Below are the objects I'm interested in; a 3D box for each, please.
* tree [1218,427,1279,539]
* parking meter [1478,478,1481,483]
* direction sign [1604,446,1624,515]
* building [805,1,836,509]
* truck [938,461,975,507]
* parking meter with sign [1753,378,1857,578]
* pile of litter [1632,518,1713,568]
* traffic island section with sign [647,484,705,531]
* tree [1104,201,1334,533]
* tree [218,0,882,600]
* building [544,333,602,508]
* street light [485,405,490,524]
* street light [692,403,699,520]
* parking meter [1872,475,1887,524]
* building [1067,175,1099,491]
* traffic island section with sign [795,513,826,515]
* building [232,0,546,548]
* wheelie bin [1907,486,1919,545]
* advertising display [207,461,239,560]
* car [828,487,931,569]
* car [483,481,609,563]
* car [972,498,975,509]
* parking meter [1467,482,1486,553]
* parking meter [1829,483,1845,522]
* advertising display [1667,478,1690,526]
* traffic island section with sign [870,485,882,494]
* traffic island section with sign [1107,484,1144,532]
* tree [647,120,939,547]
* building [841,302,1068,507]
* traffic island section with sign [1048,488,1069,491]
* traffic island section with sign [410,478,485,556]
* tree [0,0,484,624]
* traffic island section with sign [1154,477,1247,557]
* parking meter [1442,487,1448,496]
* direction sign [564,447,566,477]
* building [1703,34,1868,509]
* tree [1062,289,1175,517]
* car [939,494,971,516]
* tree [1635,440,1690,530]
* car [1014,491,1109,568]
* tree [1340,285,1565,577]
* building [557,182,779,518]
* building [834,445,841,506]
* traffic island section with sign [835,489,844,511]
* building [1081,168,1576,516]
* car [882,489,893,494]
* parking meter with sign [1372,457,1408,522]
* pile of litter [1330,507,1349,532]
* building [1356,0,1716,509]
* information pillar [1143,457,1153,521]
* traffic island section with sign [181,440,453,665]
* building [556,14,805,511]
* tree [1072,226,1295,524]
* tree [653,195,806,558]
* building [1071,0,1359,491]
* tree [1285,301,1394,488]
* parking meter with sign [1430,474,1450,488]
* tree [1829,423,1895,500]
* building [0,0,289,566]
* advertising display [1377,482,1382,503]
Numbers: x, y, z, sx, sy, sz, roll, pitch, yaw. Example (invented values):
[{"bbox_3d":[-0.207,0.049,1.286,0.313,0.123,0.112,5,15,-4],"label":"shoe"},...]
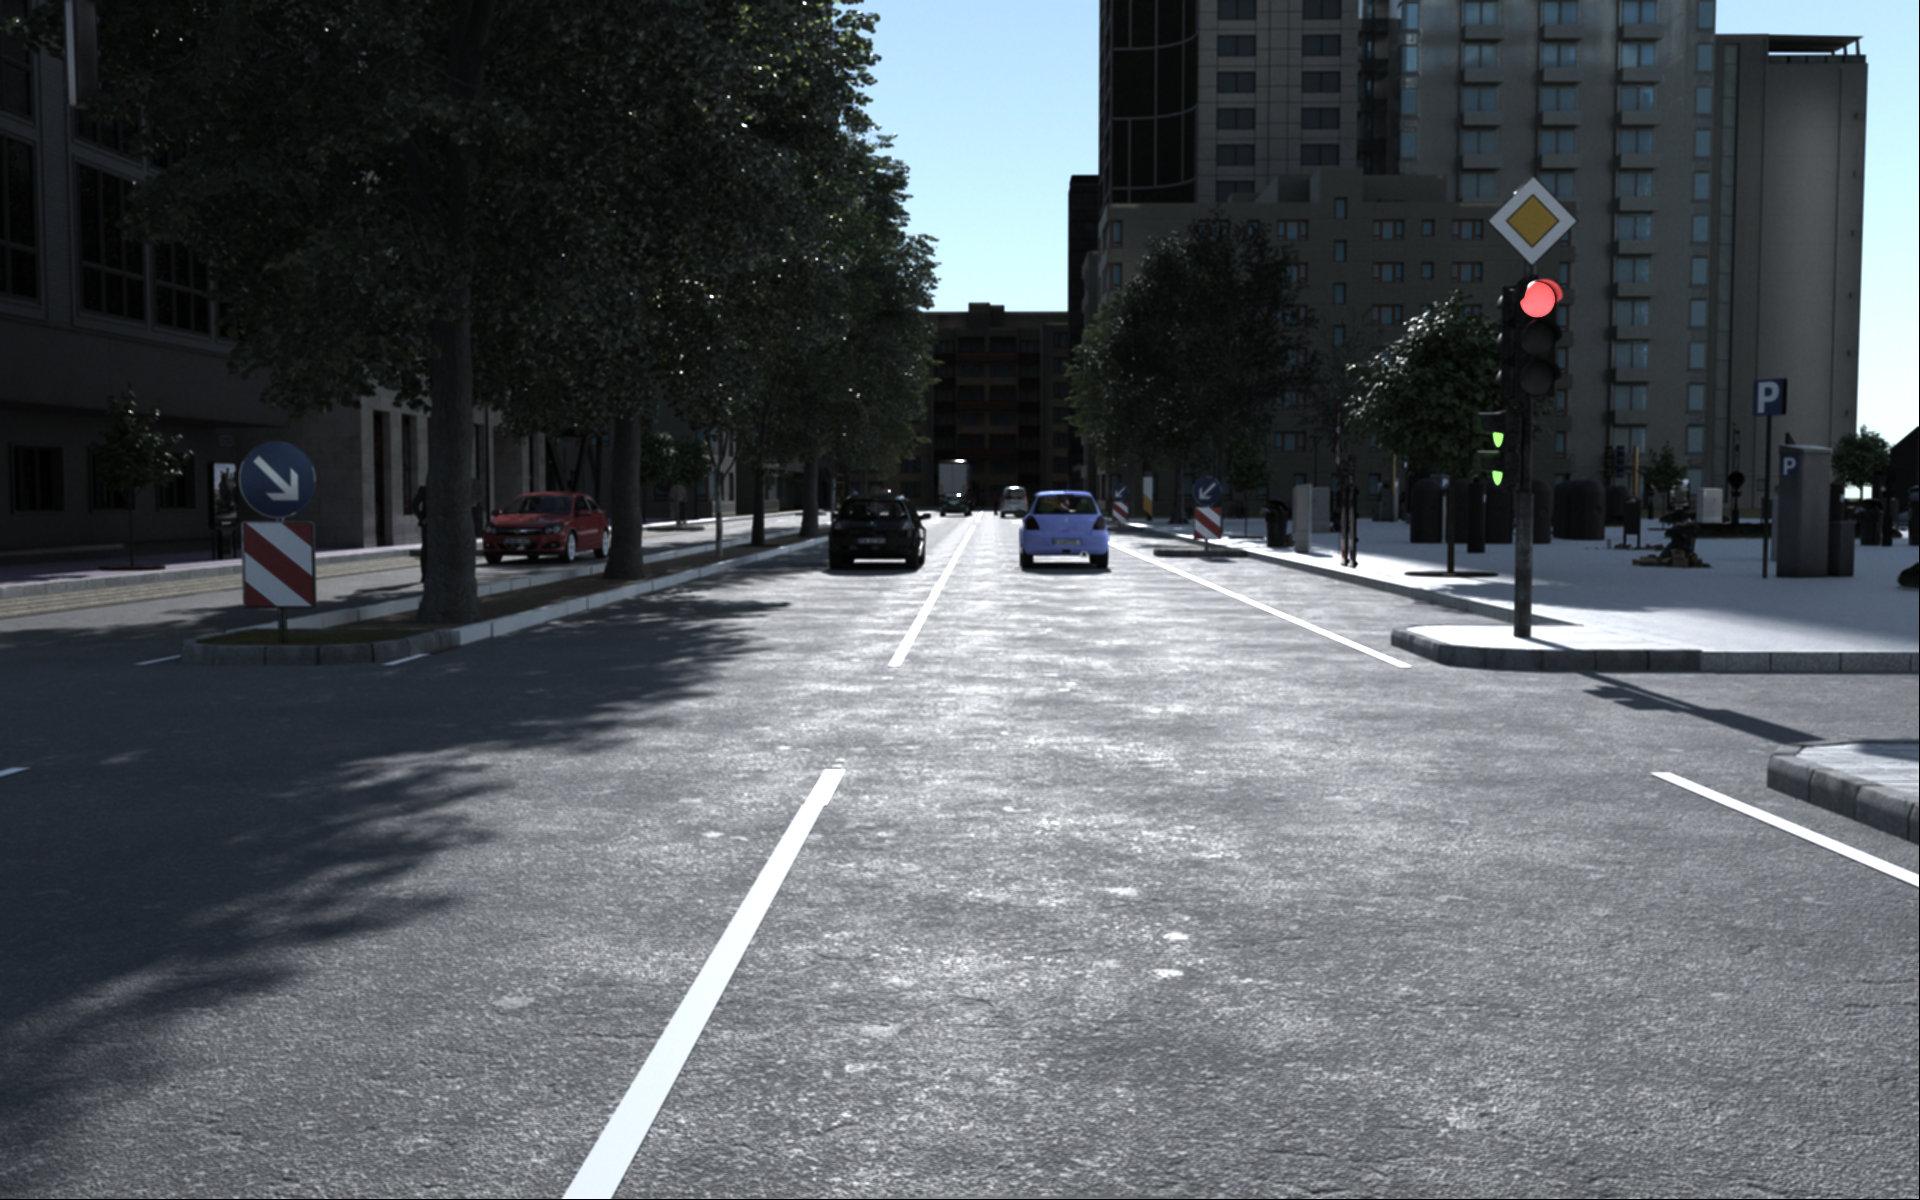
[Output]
[{"bbox_3d":[8.127,-3.374,49.773,1.663,3.219,1.824,0,3,0],"label":"tree"},{"bbox_3d":[18.483,-3.456,62.212,0.399,1.863,0.255,2,4,32],"label":"parking meter"},{"bbox_3d":[30.849,-5.488,81.725,0.876,3.537,0.379,2,4,34],"label":"direction sign"},{"bbox_3d":[-22.485,-43.893,155.895,20.611,71.187,20.563,0,4,1],"label":"building"},{"bbox_3d":[-0.317,-9.943,151.485,2.839,4.237,11.283,0,4,3],"label":"truck"},{"bbox_3d":[13.043,-1.861,26.684,1.738,3.016,0.543,-2,4,-24],"label":"parking meter with sign"},{"bbox_3d":[12.662,-1.028,30.780,1.176,0.858,1.719,0,4,3],"label":"pile of litter"},{"bbox_3d":[-11.071,-3.618,67.790,1.989,1.847,2.006,0,4,1],"label":"traffic island section with sign"},{"bbox_3d":[8.289,-7.458,56.348,8.767,10.594,7.601,2,4,35],"label":"tree"},{"bbox_3d":[-5.671,-7.327,28.909,9.857,13.997,8.962,0,3,0],"label":"tree"},{"bbox_3d":[-22.565,-12.133,65.830,16.820,18.784,16.811,0,4,1],"label":"building"},{"bbox_3d":[-13.282,-4.774,50.592,1.470,5.913,1.316,0,4,1],"label":"street light"},{"bbox_3d":[-12.543,-6.914,85.578,1.470,5.913,1.316,0,4,1],"label":"street light"},{"bbox_3d":[27.615,-2.833,52.038,0.399,1.863,0.255,-2,4,-25],"label":"parking meter"},{"bbox_3d":[16.832,-23.699,159.177,14.160,30.474,14.107,0,4,1],"label":"building"},{"bbox_3d":[-10.147,-6.686,117.944,1.989,1.847,2.006,0,4,1],"label":"traffic island section with sign"},{"bbox_3d":[-19.118,-11.868,48.787,10.420,20.320,16.860,0,4,1],"label":"building"},{"bbox_3d":[24.053,-2.164,43.287,0.693,1.594,0.980,1,4,20],"label":"wheelie bin"},{"bbox_3d":[-14.468,-1.762,34.024,0.123,1.923,0.974,0,4,4],"label":"advertising display"},{"bbox_3d":[-1.607,-1.509,34.451,2.009,1.686,4.222,0,4,1],"label":"car"},{"bbox_3d":[-8.849,-1.722,37.196,2.155,1.783,4.494,0,4,3],"label":"car"},{"bbox_3d":[0.481,-9.293,164.294,2.083,1.381,4.827,0,4,1],"label":"car"},{"bbox_3d":[11.283,-1.799,37.823,0.372,1.533,0.369,0,3,0],"label":"parking meter"},{"bbox_3d":[20.637,-1.983,40.838,0.372,1.533,0.369,0,3,0],"label":"parking meter"},{"bbox_3d":[28.974,-3.953,69.844,0.974,1.923,0.123,-1,4,-16],"label":"advertising display"},{"bbox_3d":[-4.430,-5.041,90.556,2.006,1.907,1.989,0,4,1],"label":"traffic island section with sign"},{"bbox_3d":[6.040,-3.577,67.114,1.989,1.847,2.006,0,4,1],"label":"traffic island section with sign"},{"bbox_3d":[-5.389,-7.244,46.644,9.928,11.665,9.643,0,3,0],"label":"tree"},{"bbox_3d":[2.968,-20.994,188.285,28.899,21.520,27.650,0,4,1],"label":"building"},{"bbox_3d":[6.958,-6.647,117.306,1.989,1.847,2.006,0,4,1],"label":"traffic island section with sign"},{"bbox_3d":[-11.573,-1.949,40.488,1.989,1.847,2.006,0,4,1],"label":"traffic island section with sign"},{"bbox_3d":[-5.700,-6.719,18.970,9.857,13.997,8.962,0,3,0],"label":"tree"},{"bbox_3d":[5.529,-1.929,40.163,1.989,1.847,2.006,0,4,1],"label":"traffic island section with sign"},{"bbox_3d":[15.277,-2.809,54.336,0.372,1.533,0.369,0,3,0],"label":"parking meter"},{"bbox_3d":[-19.232,-5.649,84.360,0.379,3.537,0.876,-1,4,-9],"label":"direction sign"},{"bbox_3d":[71.840,-29.009,157.890,14.086,41.232,14.154,0,4,1],"label":"building"},{"bbox_3d":[9.181,-10.923,96.721,7.486,12.596,7.792,0,3,0],"label":"tree"},{"bbox_3d":[-0.334,-6.180,112.842,2.131,1.459,4.920,0,4,2],"label":"car"},{"bbox_3d":[25.164,-4.098,61.599,1.663,3.219,1.824,0,3,0],"label":"tree"},{"bbox_3d":[2.051,-1.540,34.771,1.945,1.707,3.694,0,4,1],"label":"car"},{"bbox_3d":[7.833,-2.661,27.228,4.285,4.588,4.351,0,3,0],"label":"tree"},{"bbox_3d":[-26.682,-15.948,105.791,27.650,21.520,28.899,0,4,1],"label":"building"},{"bbox_3d":[-27.002,-21.026,188.812,28.899,21.520,27.650,0,4,1],"label":"building"},{"bbox_3d":[-9.648,-8.348,145.118,1.989,1.847,2.006,0,4,1],"label":"traffic island section with sign"},{"bbox_3d":[22.806,-16.652,117.298,27.650,21.520,28.899,0,4,1],"label":"building"},{"bbox_3d":[-6.116,-7.721,134.915,2.281,1.827,5.304,0,4,2],"label":"car"},{"bbox_3d":[20.025,-5.159,80.605,0.543,3.016,1.738,-3,5,-43],"label":"parking meter with sign"},{"bbox_3d":[12.582,-2.721,58.449,1.719,0.858,1.176,-1,4,-15],"label":"pile of litter"},{"bbox_3d":[49.484,-32.639,153.252,30.456,49.044,23.786,0,4,1],"label":"building"},{"bbox_3d":[9.023,-5.613,83.119,0.504,3.616,0.183,-1,4,-20],"label":"information pillar"},{"bbox_3d":[-5.810,-0.446,15.430,2.006,1.907,1.989,0,4,1],"label":"traffic island section with sign"},{"bbox_3d":[-23.328,-30.973,130.111,21.300,48.544,21.600,0,4,1],"label":"building"},{"bbox_3d":[9.491,-9.624,74.358,9.611,12.733,9.660,0,3,0],"label":"tree"},{"bbox_3d":[-5.356,-5.228,38.301,4.737,8.622,4.395,0,3,0],"label":"tree"},{"bbox_3d":[19.911,-42.954,140.548,20.563,71.187,20.611,0,4,1],"label":"building"},{"bbox_3d":[14.375,-7.030,65.311,4.360,8.622,3.978,0,3,0],"label":"tree"},{"bbox_3d":[18.048,-4.213,65.138,0.543,3.016,1.738,-1,4,-22],"label":"parking meter with sign"},{"bbox_3d":[41.354,-5.858,79.490,4.285,4.588,4.351,0,3,0],"label":"tree"},{"bbox_3d":[-22.504,-14.328,27.766,14.314,27.812,24.014,0,4,1],"label":"building"},{"bbox_3d":[21.820,-5.175,89.825,0.123,1.923,0.974,0,4,0],"label":"advertising display"}]
